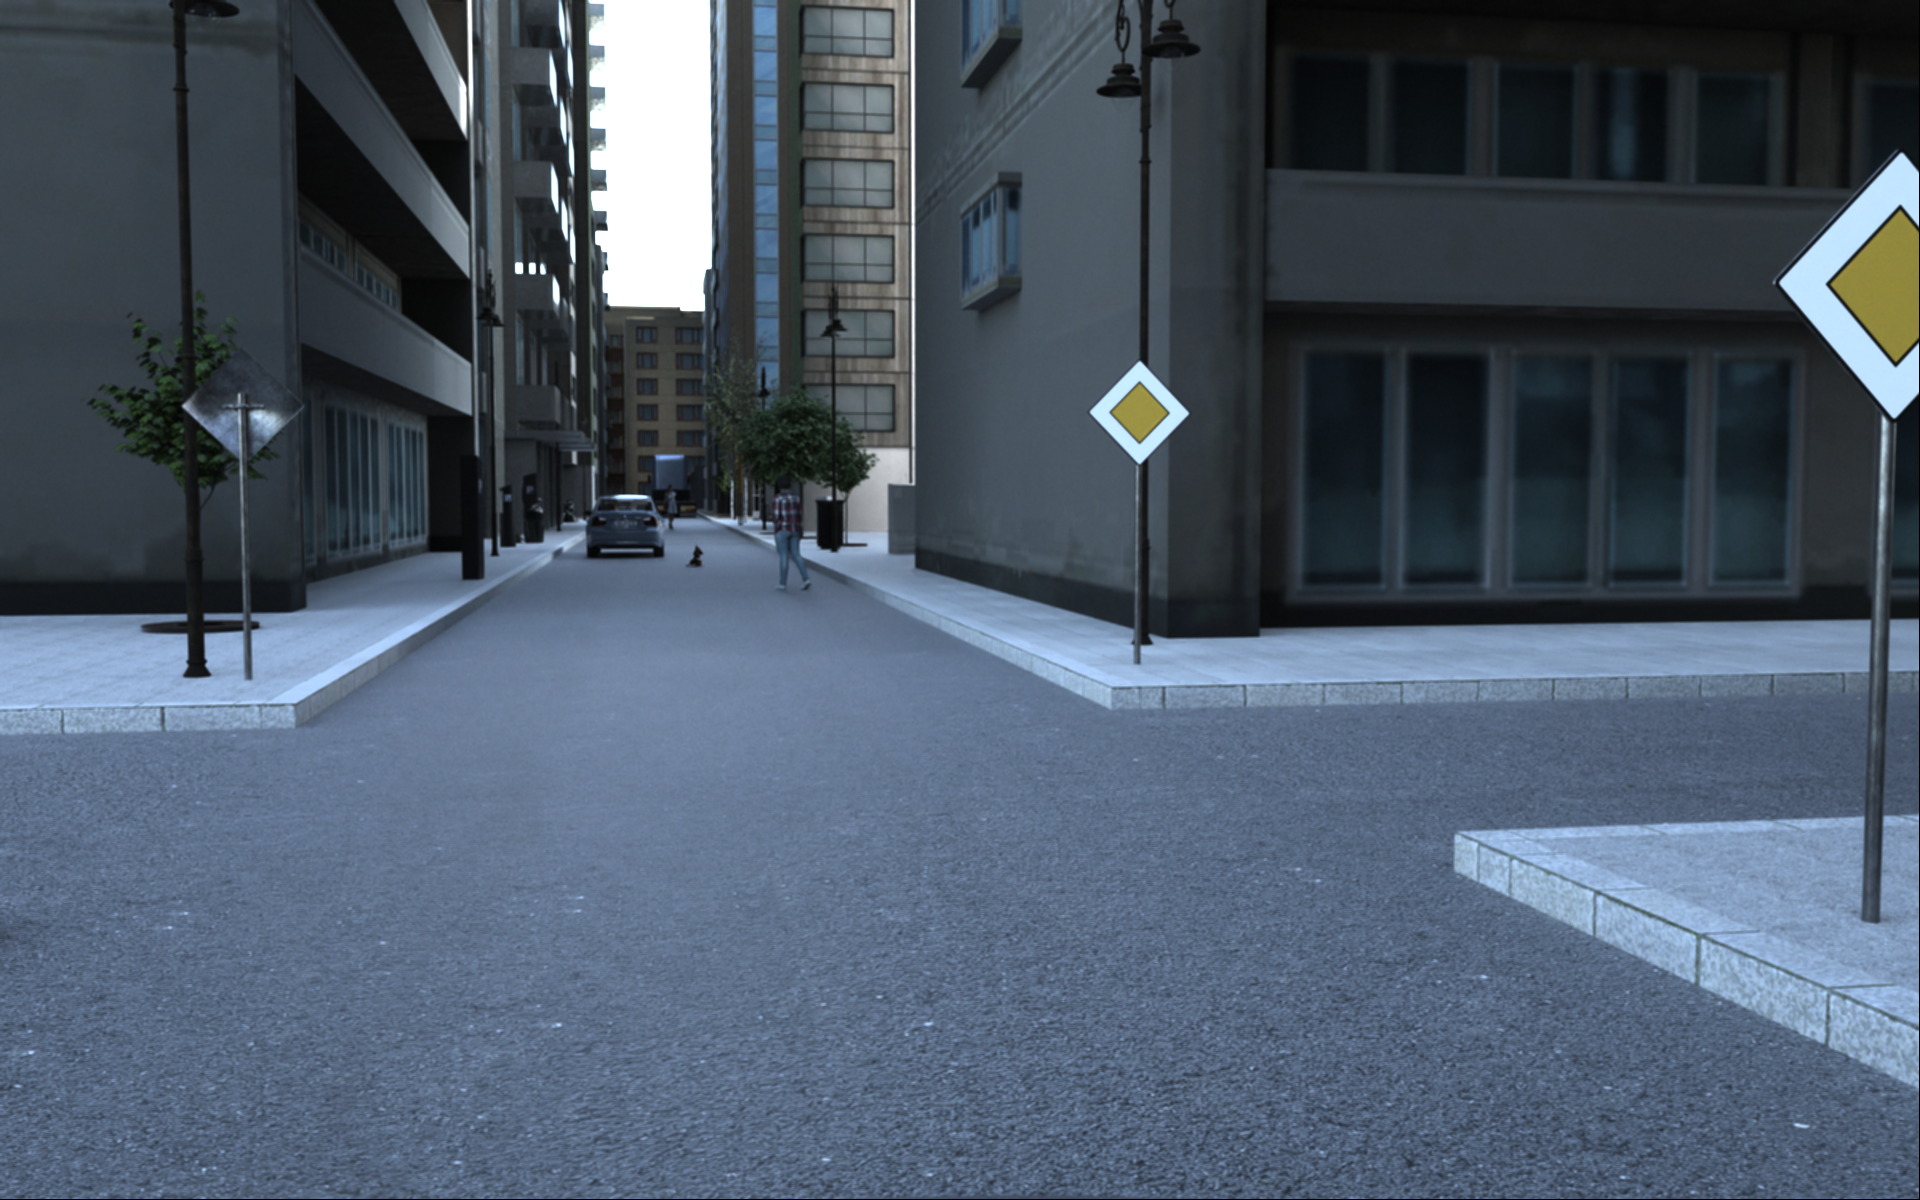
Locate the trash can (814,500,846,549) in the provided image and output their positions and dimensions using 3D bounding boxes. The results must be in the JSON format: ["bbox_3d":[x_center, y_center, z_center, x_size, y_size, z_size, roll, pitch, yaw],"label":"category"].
[{"bbox_3d":[-3.017,-1.753,40.315,0.748,1.137,0.748,0,3,0],"label":"trash can"}]

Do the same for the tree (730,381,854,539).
[{"bbox_3d":[-4.695,-4.063,50.151,4.285,4.588,4.351,0,3,0],"label":"tree"}]

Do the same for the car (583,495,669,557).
[{"bbox_3d":[-7.833,-1.750,40.618,2.014,1.417,4.499,-1,4,-10],"label":"car"}]

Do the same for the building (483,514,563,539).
[{"bbox_3d":[-25.074,-26.887,59.203,23.786,49.044,30.456,-1,4,-10],"label":"building"}]

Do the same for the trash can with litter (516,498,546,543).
[{"bbox_3d":[-11.403,-2.079,45.382,1.055,1.170,0.624,0,4,0],"label":"trash can with litter"}]

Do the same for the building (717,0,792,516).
[{"bbox_3d":[-7.658,-27.916,106.543,14.600,45.320,14.200,-1,4,-10],"label":"building"}]

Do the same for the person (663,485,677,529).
[{"bbox_3d":[-11.791,-3.777,70.344,0.616,1.811,0.778,-2,4,-24],"label":"person"}]

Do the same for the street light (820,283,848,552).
[{"bbox_3d":[-2.776,-3.995,38.100,0.468,5.910,1.993,-1,4,-10],"label":"street light"}]

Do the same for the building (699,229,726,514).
[{"bbox_3d":[-4.851,-17.405,129.611,27.650,21.520,28.899,-1,4,-10],"label":"building"}]

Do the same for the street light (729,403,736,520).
[{"bbox_3d":[-11.300,-6.965,86.671,0.468,5.910,1.993,-1,4,-10],"label":"street light"}]

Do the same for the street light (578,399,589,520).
[{"bbox_3d":[-18.246,-6.805,84.047,0.468,5.910,1.993,-1,4,-10],"label":"street light"}]

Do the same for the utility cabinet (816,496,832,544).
[{"bbox_3d":[-3.541,-2.092,45.363,0.306,1.237,1.020,0,4,6],"label":"utility cabinet"}]

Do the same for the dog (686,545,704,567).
[{"bbox_3d":[-5.312,-0.870,34.413,0.550,0.427,0.748,3,4,36],"label":"dog"}]

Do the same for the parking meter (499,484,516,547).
[{"bbox_3d":[-10.981,-2.057,42.041,0.372,1.533,0.369,0,3,0],"label":"parking meter"}]

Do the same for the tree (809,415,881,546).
[{"bbox_3d":[-2.944,-2.948,42.798,1.663,3.219,1.824,0,3,0],"label":"tree"}]

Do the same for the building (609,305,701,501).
[{"bbox_3d":[-40.427,-20.544,180.927,28.899,21.520,27.650,-1,4,-10],"label":"building"}]

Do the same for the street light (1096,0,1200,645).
[{"bbox_3d":[1.555,-2.557,14.603,0.468,5.910,1.993,-1,4,-10],"label":"street light"}]

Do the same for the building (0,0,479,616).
[{"bbox_3d":[-19.551,-24.587,25.702,21.300,48.544,21.600,-1,4,-10],"label":"building"}]

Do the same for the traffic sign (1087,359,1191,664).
[{"bbox_3d":[1.334,-0.572,12.998,0.795,2.450,0.064,-1,4,-10],"label":"traffic sign"}]

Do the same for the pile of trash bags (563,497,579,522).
[{"bbox_3d":[-18.551,-4.248,79.213,1.912,1.369,3.447,-1,4,-19],"label":"pile of trash bags"}]

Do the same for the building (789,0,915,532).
[{"bbox_3d":[0.417,-23.368,65.662,14.154,41.232,14.086,-1,4,-10],"label":"building"}]

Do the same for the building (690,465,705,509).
[{"bbox_3d":[-13.356,-43.635,151.683,20.563,71.187,20.611,-1,4,-10],"label":"building"}]

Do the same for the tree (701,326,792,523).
[{"bbox_3d":[-9.297,-7.735,76.832,4.360,8.622,3.978,0,3,0],"label":"tree"}]

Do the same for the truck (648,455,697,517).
[{"bbox_3d":[-18.891,-7.581,113.701,2.967,4.110,18.799,-1,4,-11],"label":"truck"}]

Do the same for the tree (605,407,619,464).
[{"bbox_3d":[-28.262,-11.209,133.630,4.360,8.622,3.978,0,3,0],"label":"tree"}]

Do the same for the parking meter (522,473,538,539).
[{"bbox_3d":[-11.685,-2.532,47.104,0.399,1.863,0.255,0,4,-5],"label":"parking meter"}]

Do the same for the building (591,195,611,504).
[{"bbox_3d":[-37.383,-16.334,112.106,27.650,21.520,28.899,-1,4,-10],"label":"building"}]

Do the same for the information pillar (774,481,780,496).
[{"bbox_3d":[-6.636,-3.607,63.460,0.304,2.012,0.304,1,4,14],"label":"information pillar"}]

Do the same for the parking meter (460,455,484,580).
[{"bbox_3d":[-7.350,-1.248,26.108,0.255,1.863,0.399,0,4,-2],"label":"parking meter"}]

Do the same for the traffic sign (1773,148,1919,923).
[{"bbox_3d":[2.731,-0.091,5.135,0.795,2.450,0.064,-1,4,-10],"label":"traffic sign"}]

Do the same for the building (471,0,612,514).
[{"bbox_3d":[-45.215,-32.195,145.994,30.456,49.044,23.786,-1,4,-10],"label":"building"}]

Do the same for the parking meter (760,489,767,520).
[{"bbox_3d":[-9.826,-4.777,86.511,0.372,1.533,0.369,0,3,0],"label":"parking meter"}]

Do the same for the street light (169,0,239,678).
[{"bbox_3d":[-5.368,-2.399,12.007,0.468,5.910,1.993,-1,4,-10],"label":"street light"}]

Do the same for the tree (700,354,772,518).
[{"bbox_3d":[-11.971,-8.666,92.058,4.737,8.622,4.395,0,3,0],"label":"tree"}]

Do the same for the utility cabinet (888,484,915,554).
[{"bbox_3d":[-0.931,-1.723,36.852,1.173,1.500,0.318,-2,4,-27],"label":"utility cabinet"}]

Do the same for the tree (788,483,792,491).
[{"bbox_3d":[-8.346,-5.376,82.505,1.663,3.219,1.824,0,3,0],"label":"tree"}]

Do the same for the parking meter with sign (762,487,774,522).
[{"bbox_3d":[-8.324,-5.135,80.226,1.738,3.016,0.543,0,4,-4],"label":"parking meter with sign"}]

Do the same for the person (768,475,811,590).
[{"bbox_3d":[-2.576,-1.017,25.964,0.563,1.720,0.643,-3,5,-42],"label":"person"}]

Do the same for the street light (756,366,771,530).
[{"bbox_3d":[-7.076,-5.485,62.473,0.468,5.910,1.993,-1,4,-10],"label":"street light"}]

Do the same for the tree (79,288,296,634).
[{"bbox_3d":[-7.058,-1.328,16.319,1.663,3.219,1.824,0,3,0],"label":"tree"}]

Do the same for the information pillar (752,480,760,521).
[{"bbox_3d":[-9.888,-4.861,83.971,0.304,2.012,0.304,-1,4,-22],"label":"information pillar"}]

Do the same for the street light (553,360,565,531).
[{"bbox_3d":[-13.869,-5.316,59.698,0.468,5.910,1.993,-1,4,-10],"label":"street light"}]

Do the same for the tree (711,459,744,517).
[{"bbox_3d":[-13.074,-6.218,96.267,1.663,3.219,1.824,0,3,0],"label":"tree"}]

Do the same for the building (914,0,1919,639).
[{"bbox_3d":[10.319,-24.617,26.190,21.600,48.544,21.300,-1,4,-10],"label":"building"}]

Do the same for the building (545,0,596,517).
[{"bbox_3d":[-26.932,-19.583,91.885,14.160,30.474,14.107,-1,4,-10],"label":"building"}]

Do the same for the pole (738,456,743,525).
[{"bbox_3d":[-9.053,-4.745,71.429,0.158,3.312,0.155,0,3,0],"label":"pole"}]

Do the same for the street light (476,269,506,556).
[{"bbox_3d":[-9.640,-3.849,35.716,0.468,5.910,1.993,-1,4,-10],"label":"street light"}]

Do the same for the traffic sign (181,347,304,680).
[{"bbox_3d":[-4.916,-0.506,11.912,0.795,2.450,0.064,-1,4,-10],"label":"traffic sign"}]
